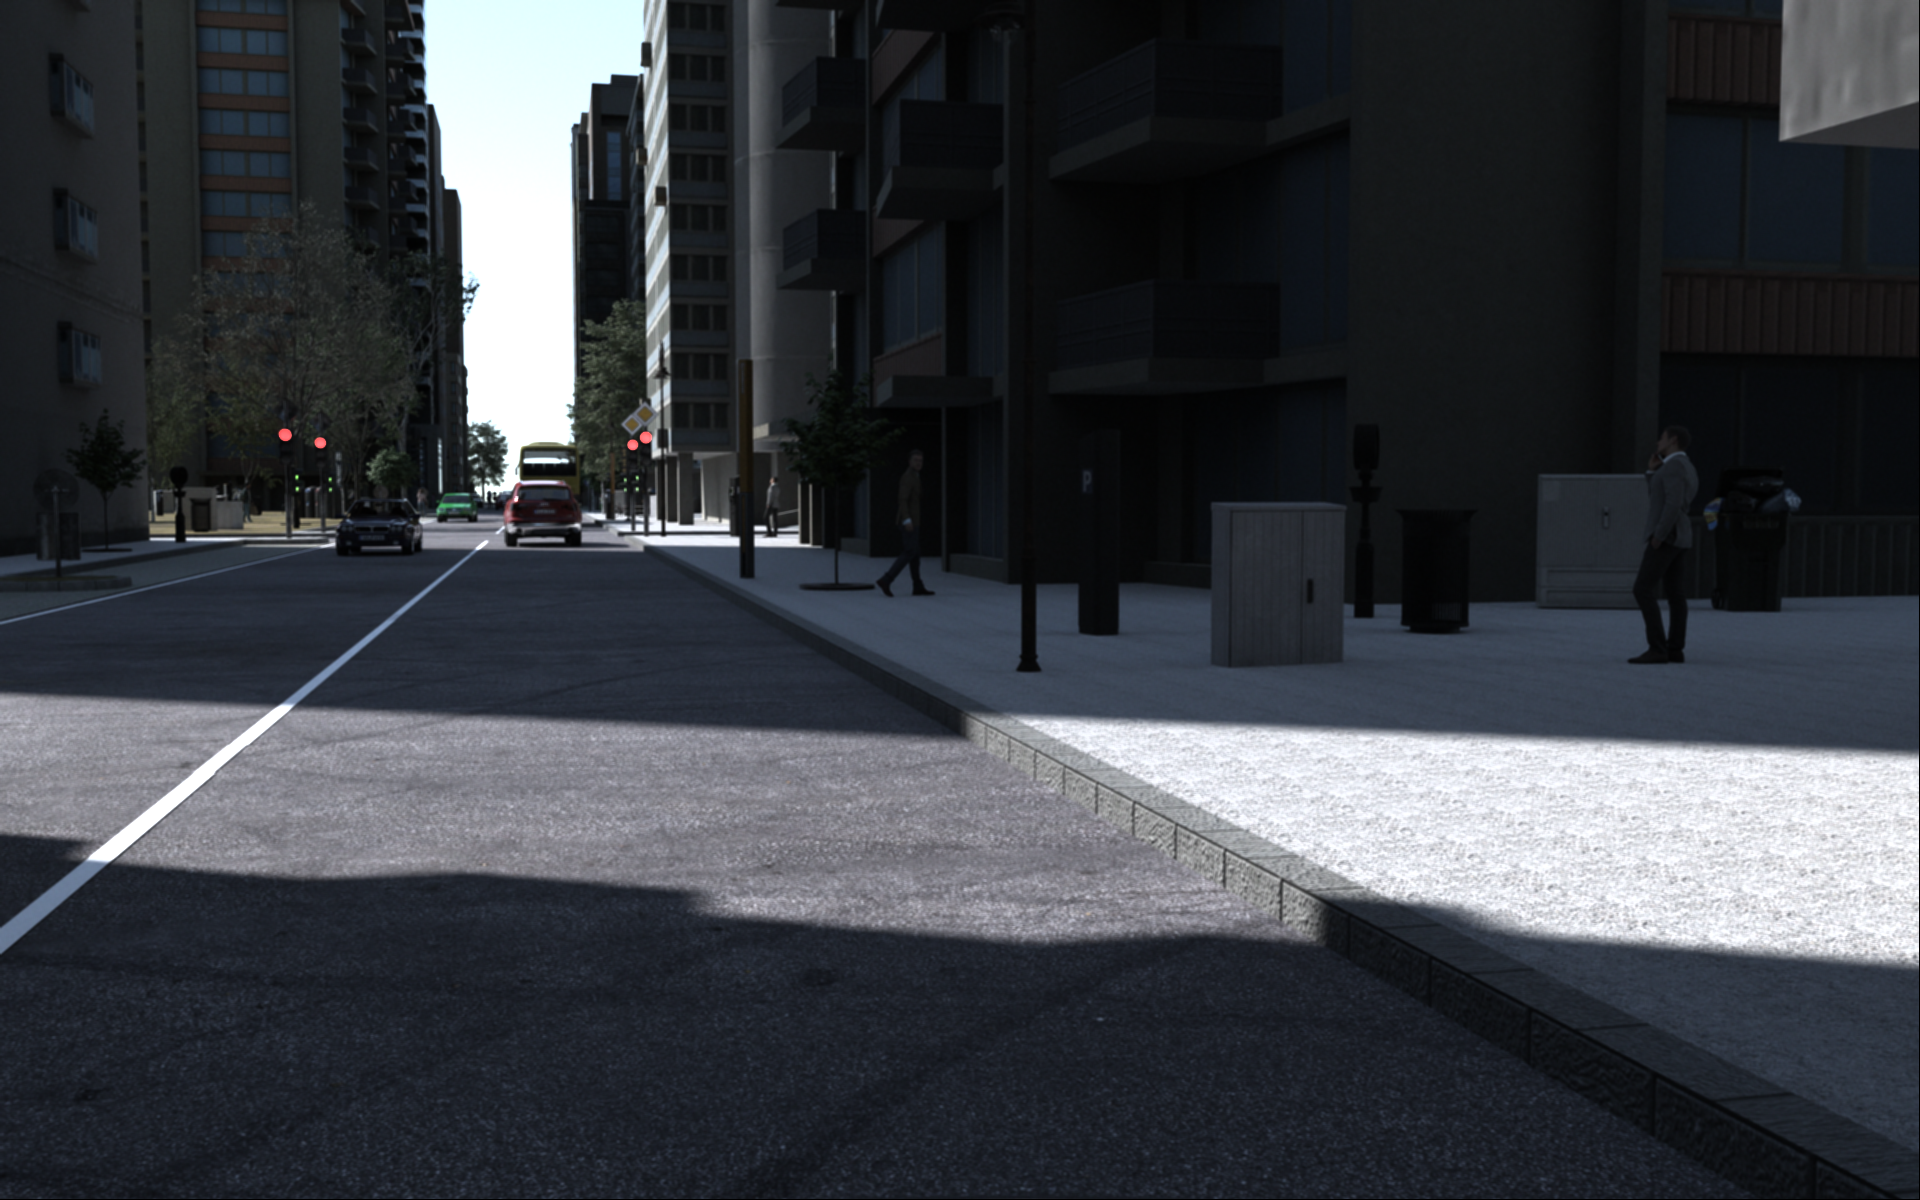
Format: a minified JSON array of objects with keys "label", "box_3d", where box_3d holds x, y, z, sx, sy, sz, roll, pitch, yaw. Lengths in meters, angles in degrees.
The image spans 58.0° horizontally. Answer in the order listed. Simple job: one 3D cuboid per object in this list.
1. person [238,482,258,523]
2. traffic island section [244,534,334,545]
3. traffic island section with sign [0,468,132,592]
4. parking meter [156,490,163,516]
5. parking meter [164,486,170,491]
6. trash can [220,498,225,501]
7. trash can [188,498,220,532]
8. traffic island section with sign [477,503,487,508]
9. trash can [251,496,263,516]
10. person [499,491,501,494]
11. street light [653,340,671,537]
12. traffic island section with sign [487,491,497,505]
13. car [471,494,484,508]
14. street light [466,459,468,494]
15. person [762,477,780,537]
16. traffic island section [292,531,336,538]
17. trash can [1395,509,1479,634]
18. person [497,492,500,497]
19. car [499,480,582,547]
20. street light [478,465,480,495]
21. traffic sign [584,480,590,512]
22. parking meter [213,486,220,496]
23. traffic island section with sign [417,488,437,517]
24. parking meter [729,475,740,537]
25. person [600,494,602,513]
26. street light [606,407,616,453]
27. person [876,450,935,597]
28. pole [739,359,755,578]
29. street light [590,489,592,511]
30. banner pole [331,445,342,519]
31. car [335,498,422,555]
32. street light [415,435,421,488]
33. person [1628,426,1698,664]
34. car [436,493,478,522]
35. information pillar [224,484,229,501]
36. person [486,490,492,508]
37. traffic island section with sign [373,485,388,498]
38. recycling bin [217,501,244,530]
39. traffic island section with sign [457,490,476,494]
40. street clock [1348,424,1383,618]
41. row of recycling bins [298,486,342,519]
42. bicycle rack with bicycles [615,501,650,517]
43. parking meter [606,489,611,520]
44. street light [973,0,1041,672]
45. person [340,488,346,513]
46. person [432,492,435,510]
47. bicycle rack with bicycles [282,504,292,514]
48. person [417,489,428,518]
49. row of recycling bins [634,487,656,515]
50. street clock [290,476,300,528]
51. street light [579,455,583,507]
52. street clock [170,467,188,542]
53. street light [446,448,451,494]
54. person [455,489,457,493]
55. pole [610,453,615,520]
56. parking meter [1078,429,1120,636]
[{"label":"person","box_3d":[-31.630,-4.336,76.924,0.713,1.824,0.794,1,4,12]},{"label":"traffic island section","box_3d":[-19.448,-1.705,50.153,2.009,0.180,2.903,-1,4,-13]},{"label":"traffic island section with sign","box_3d":[-13.702,-1.070,26.129,1.989,1.847,2.006,-1,4,-13]},{"label":"parking meter","box_3d":[-47.234,-5.737,102.212,0.372,1.533,0.369,0,3,0]},{"label":"parking meter","box_3d":[-57.379,-7.321,125.409,0.399,1.863,0.255,2,4,33]},{"label":"trash can","box_3d":[-27.539,-3.204,64.039,0.748,1.137,0.748,0,3,0]},{"label":"trash can","box_3d":[-25.608,-2.860,58.411,0.748,1.137,0.748,0,3,0]},{"label":"traffic island section with sign","box_3d":[-50.946,-10.570,181.444,1.989,1.847,2.006,-1,4,-13]},{"label":"trash can","box_3d":[-42.085,-5.622,103.579,0.748,1.137,0.748,0,3,0]},{"label":"person","box_3d":[-58.312,-12.918,219.850,0.705,1.807,1.348,-2,4,-24]},{"label":"street light","box_3d":[-8.962,-4.855,52.167,0.468,5.910,1.993,-1,4,-13]},{"label":"traffic island section with sign","box_3d":[-63.713,-13.825,234.663,1.989,1.847,2.006,-1,4,-13]},{"label":"car","box_3d":[-49.633,-10.217,176.835,2.009,1.686,4.222,-1,4,-14]},{"label":"street light","box_3d":[-60.542,-14.684,212.876,0.468,5.910,1.993,-1,4,-13]},{"label":"person","box_3d":[-5.611,-2.772,51.543,0.473,1.802,0.592,3,4,36]},{"label":"traffic island section","box_3d":[-21.310,-2.180,57.919,2.009,0.180,2.903,-1,4,-13]},{"label":"trash can","box_3d":[4.417,-0.271,16.084,0.748,1.137,0.748,0,3,0]},{"label":"person","box_3d":[-70.940,-15.806,266.949,1.348,1.821,0.705,2,4,35]},{"label":"car","box_3d":[-11.839,-2.466,48.985,2.281,1.827,5.304,-1,4,-15]},{"label":"street light","box_3d":[-70.092,-17.116,252.639,0.468,5.910,1.993,-1,4,-13]},{"label":"traffic sign","box_3d":[-26.115,-7.461,122.085,0.768,2.556,0.104,0,4,-6]},{"label":"parking meter","box_3d":[-53.152,-7.225,123.835,0.255,1.863,0.399,3,4,38]},{"label":"traffic island section with sign","box_3d":[-32.951,-5.980,106.408,1.989,1.847,2.006,-1,4,-13]},{"label":"parking meter","box_3d":[-6.767,-2.858,52.437,0.255,1.863,0.399,3,5,41]},{"label":"person","box_3d":[-23.995,-6.465,115.994,0.306,1.304,0.590,0,4,-4]},{"label":"street light","box_3d":[-18.443,-7.270,91.654,0.468,5.910,1.993,-1,4,-13]},{"label":"person","box_3d":[-0.653,-0.966,21.746,0.836,1.842,0.656,-2,4,-27]},{"label":"pole","box_3d":[-3.250,-1.989,26.360,0.158,3.312,0.155,0,3,0]},{"label":"street light","box_3d":[-28.173,-9.751,132.213,0.468,5.910,1.993,-1,4,-13]},{"label":"banner pole","box_3d":[-31.673,-5.992,87.987,0.863,3.779,0.401,2,4,27]},{"label":"car","box_3d":[-13.988,-1.787,41.791,1.945,1.354,3.894,-1,4,-13]},{"label":"street light","box_3d":[-41.246,-9.737,131.993,0.468,5.910,1.993,-1,4,-13]},{"label":"person","box_3d":[5.354,-0.426,13.182,0.592,1.802,0.473,-3,5,-41]},{"label":"car","box_3d":[-25.786,-4.897,88.862,1.959,1.807,4.718,-1,4,-12]},{"label":"information pillar","box_3d":[-54.004,-7.530,127.604,0.304,2.012,0.304,3,4,37]},{"label":"person","box_3d":[-46.746,-10.000,171.862,0.599,1.838,0.709,2,4,23]},{"label":"traffic island section with sign","box_3d":[-26.448,-4.319,79.250,1.989,1.847,2.006,-1,4,-13]},{"label":"recycling bin","box_3d":[-26.462,-3.067,62.697,0.722,1.027,0.722,1,4,11]},{"label":"traffic island section with sign","box_3d":[-44.657,-8.967,155.230,1.989,1.847,2.006,-1,4,-13]},{"label":"street clock","box_3d":[4.201,-0.818,17.947,0.358,2.002,0.471,1,4,18]},{"label":"row of recycling bins","box_3d":[-33.999,-5.172,91.682,3.534,1.692,1.069,2,4,33]},{"label":"bicycle rack with bicycles","box_3d":[-17.550,-5.075,96.364,2.925,0.926,2.852,2,4,34]},{"label":"parking meter","box_3d":[-17.641,-4.816,87.154,0.372,1.533,0.369,0,3,0]},{"label":"street light","box_3d":[0.498,-2.422,12.382,0.468,5.910,1.993,-1,4,-13]},{"label":"person","box_3d":[-43.014,-6.980,120.082,0.836,1.842,0.656,0,4,-7]},{"label":"person","box_3d":[-43.108,-8.086,141.469,0.599,1.433,0.991,-1,4,-15]},{"label":"bicycle rack with bicycles","box_3d":[-42.311,-6.026,111.914,2.925,0.926,2.852,-3,5,-43]},{"label":"person","box_3d":[-32.006,-5.753,103.147,0.593,1.750,0.643,-1,4,-19]},{"label":"row of recycling bins","box_3d":[-18.656,-6.142,107.533,3.534,1.692,1.069,-2,4,-24]},{"label":"street clock","box_3d":[-24.790,-3.673,64.632,0.358,2.002,0.471,-3,4,-36]},{"label":"street light","box_3d":[-36.683,-11.922,167.712,0.468,5.910,1.993,-1,4,-13]},{"label":"street clock","box_3d":[-20.688,-2.529,45.917,0.358,2.002,0.471,1,4,9]},{"label":"street light","box_3d":[-50.734,-12.170,171.770,0.468,5.910,1.993,-1,4,-13]},{"label":"person","box_3d":[-58.404,-11.910,200.793,0.705,1.821,1.348,-2,4,-34]},{"label":"pole","box_3d":[-17.229,-5.630,85.900,0.158,3.312,0.155,0,3,0]},{"label":"parking meter","box_3d":[1.268,-0.619,15.837,0.255,1.863,0.399,-1,4,-22]}]
